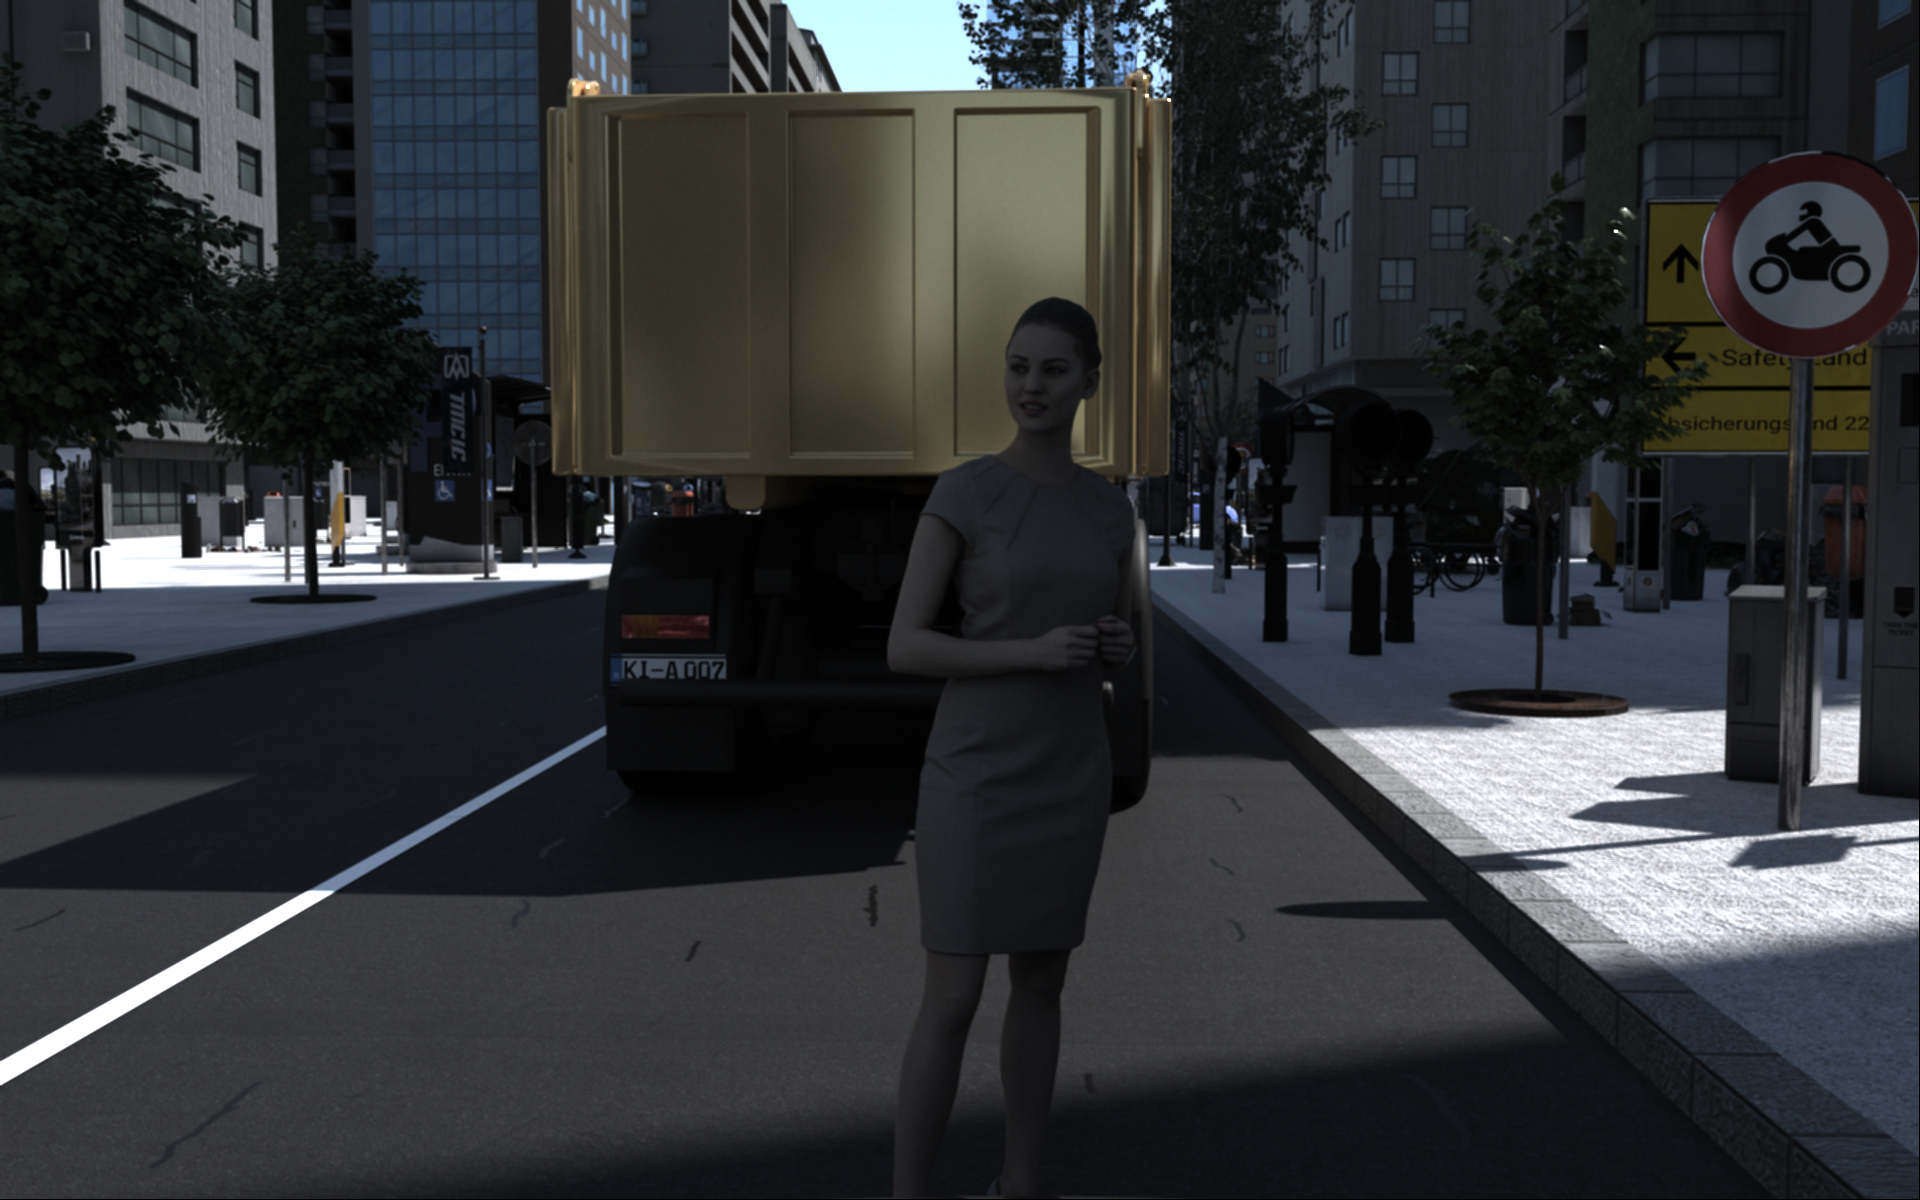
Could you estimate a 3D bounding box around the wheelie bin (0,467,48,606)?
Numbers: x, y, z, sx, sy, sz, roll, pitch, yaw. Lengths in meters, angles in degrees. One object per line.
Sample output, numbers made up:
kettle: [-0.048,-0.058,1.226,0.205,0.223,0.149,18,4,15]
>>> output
wheelie bin: [-11.002,-0.742,20.038,0.980,1.594,0.693,3,5,40]

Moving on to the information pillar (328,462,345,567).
information pillar: [-10.954,-2.387,30.388,0.183,3.616,0.504,-3,4,-37]

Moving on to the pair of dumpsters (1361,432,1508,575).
pair of dumpsters: [8.007,-1.651,29.480,1.574,2.255,4.437,0,4,2]

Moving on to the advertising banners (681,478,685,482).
advertising banners: [-13.738,-5.606,87.844,0.090,3.025,2.074,-2,4,-32]

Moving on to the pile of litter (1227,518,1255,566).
pile of litter: [5.193,-1.077,31.582,1.176,0.858,1.719,2,4,23]

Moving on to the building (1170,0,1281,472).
building: [33.734,-46.889,204.894,20.563,71.187,20.611,0,4,2]

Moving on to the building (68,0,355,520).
building: [-40.938,-20.172,101.519,14.107,30.474,14.160,0,4,2]

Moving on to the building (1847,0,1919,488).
building: [24.301,-23.007,26.269,14.600,45.320,14.200,0,4,2]

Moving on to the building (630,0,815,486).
building: [-25.748,-33.218,166.821,21.300,48.544,21.600,0,4,2]

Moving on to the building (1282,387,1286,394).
building: [32.148,-29.294,129.064,14.600,45.320,14.200,0,4,2]

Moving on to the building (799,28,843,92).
building: [-28.194,-37.569,203.487,27.495,52.752,28.713,0,4,2]

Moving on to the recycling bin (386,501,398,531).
recycling bin: [-19.750,-2.958,60.913,0.722,1.027,0.722,0,4,8]

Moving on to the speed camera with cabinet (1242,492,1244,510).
speed camera with cabinet: [23.599,-9.058,142.438,2.038,3.252,0.660,0,4,6]

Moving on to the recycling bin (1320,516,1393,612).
recycling bin: [4.401,-0.409,19.249,0.722,1.027,0.722,0,4,7]

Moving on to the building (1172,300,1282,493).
building: [37.352,-20.562,181.223,27.650,21.520,28.899,0,4,2]

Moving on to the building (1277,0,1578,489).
building: [34.304,-31.514,104.494,27.495,52.752,28.713,0,4,2]

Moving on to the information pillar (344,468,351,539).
information pillar: [-17.484,-2.726,49.068,0.304,2.012,0.304,1,4,18]

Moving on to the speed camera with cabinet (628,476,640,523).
speed camera with cabinet: [-9.097,-3.235,47.233,0.660,3.252,2.038,-1,4,-13]

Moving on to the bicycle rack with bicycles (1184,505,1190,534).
bicycle rack with bicycles: [7.517,-2.614,56.129,2.852,0.926,2.925,0,4,6]

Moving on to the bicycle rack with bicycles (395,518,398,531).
bicycle rack with bicycles: [-16.645,-2.635,56.469,2.925,0.926,2.852,3,5,42]

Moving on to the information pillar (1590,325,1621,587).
information pillar: [8.930,-1.993,23.948,0.504,3.616,0.183,-2,4,-35]

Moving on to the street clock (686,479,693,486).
street clock: [-10.324,-3.822,67.053,0.471,2.002,0.358,2,4,25]

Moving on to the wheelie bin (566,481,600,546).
wheelie bin: [-9.370,-2.145,42.983,0.980,1.594,0.693,2,4,29]

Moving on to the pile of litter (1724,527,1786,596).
pile of litter: [10.505,-0.488,21.945,1.719,0.858,1.176,0,4,4]

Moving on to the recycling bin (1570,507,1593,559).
recycling bin: [12.582,-1.359,34.771,0.722,1.027,0.722,-1,4,-14]

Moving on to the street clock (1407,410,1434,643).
street clock: [3.812,-0.636,14.964,0.471,2.002,0.358,-1,4,-14]

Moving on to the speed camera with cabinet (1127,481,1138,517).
speed camera with cabinet: [6.271,-4.334,65.196,0.660,3.252,2.038,0,4,-6]

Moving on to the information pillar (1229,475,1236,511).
information pillar: [14.186,-6.041,90.130,0.183,3.616,0.504,-2,4,-29]

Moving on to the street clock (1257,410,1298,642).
street clock: [2.753,-0.642,15.059,0.358,2.002,0.471,1,4,20]

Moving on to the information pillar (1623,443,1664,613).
information pillar: [7.431,-0.876,18.815,0.304,2.012,0.304,0,3,0]

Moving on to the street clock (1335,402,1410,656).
street clock: [3.239,-0.563,13.776,0.471,2.002,0.358,-1,4,-16]

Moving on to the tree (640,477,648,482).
tree: [-15.914,-5.857,90.362,1.663,3.219,1.824,0,3,0]

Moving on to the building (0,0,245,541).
building: [-29.854,-17.250,53.740,14.107,30.474,14.160,0,4,2]

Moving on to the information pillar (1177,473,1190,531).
information pillar: [7.858,-3.455,60.977,0.304,2.012,0.304,-3,4,-37]

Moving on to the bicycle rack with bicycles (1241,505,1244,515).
bicycle rack with bicycles: [18.678,-5.635,105.516,2.852,0.926,2.925,-3,5,-45]

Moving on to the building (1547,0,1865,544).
building: [24.291,-22.319,48.510,14.154,41.232,14.086,0,4,2]

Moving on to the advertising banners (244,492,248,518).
advertising banners: [-36.398,-5.554,86.989,0.090,3.025,2.074,1,4,12]

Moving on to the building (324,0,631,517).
building: [-27.543,-27.566,100.809,14.600,45.320,14.200,0,4,2]

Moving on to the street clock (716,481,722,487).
street clock: [-12.375,-5.165,89.016,0.358,2.002,0.471,-1,4,-21]

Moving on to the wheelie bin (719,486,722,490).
wheelie bin: [-9.704,-3.818,70.329,0.693,1.594,0.980,-1,4,-14]

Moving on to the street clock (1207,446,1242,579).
street clock: [3.988,-1.321,26.172,0.471,2.002,0.358,-1,4,-17]

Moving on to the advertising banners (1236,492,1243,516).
advertising banners: [14.688,-6.117,96.205,2.074,3.025,0.090,1,4,9]

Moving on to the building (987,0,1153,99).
building: [15.801,-58.012,261.170,31.000,86.520,22.319,0,4,2]

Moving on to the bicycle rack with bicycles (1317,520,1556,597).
bicycle rack with bicycles: [5.972,-0.583,22.921,2.852,0.926,2.925,-3,4,-39]
